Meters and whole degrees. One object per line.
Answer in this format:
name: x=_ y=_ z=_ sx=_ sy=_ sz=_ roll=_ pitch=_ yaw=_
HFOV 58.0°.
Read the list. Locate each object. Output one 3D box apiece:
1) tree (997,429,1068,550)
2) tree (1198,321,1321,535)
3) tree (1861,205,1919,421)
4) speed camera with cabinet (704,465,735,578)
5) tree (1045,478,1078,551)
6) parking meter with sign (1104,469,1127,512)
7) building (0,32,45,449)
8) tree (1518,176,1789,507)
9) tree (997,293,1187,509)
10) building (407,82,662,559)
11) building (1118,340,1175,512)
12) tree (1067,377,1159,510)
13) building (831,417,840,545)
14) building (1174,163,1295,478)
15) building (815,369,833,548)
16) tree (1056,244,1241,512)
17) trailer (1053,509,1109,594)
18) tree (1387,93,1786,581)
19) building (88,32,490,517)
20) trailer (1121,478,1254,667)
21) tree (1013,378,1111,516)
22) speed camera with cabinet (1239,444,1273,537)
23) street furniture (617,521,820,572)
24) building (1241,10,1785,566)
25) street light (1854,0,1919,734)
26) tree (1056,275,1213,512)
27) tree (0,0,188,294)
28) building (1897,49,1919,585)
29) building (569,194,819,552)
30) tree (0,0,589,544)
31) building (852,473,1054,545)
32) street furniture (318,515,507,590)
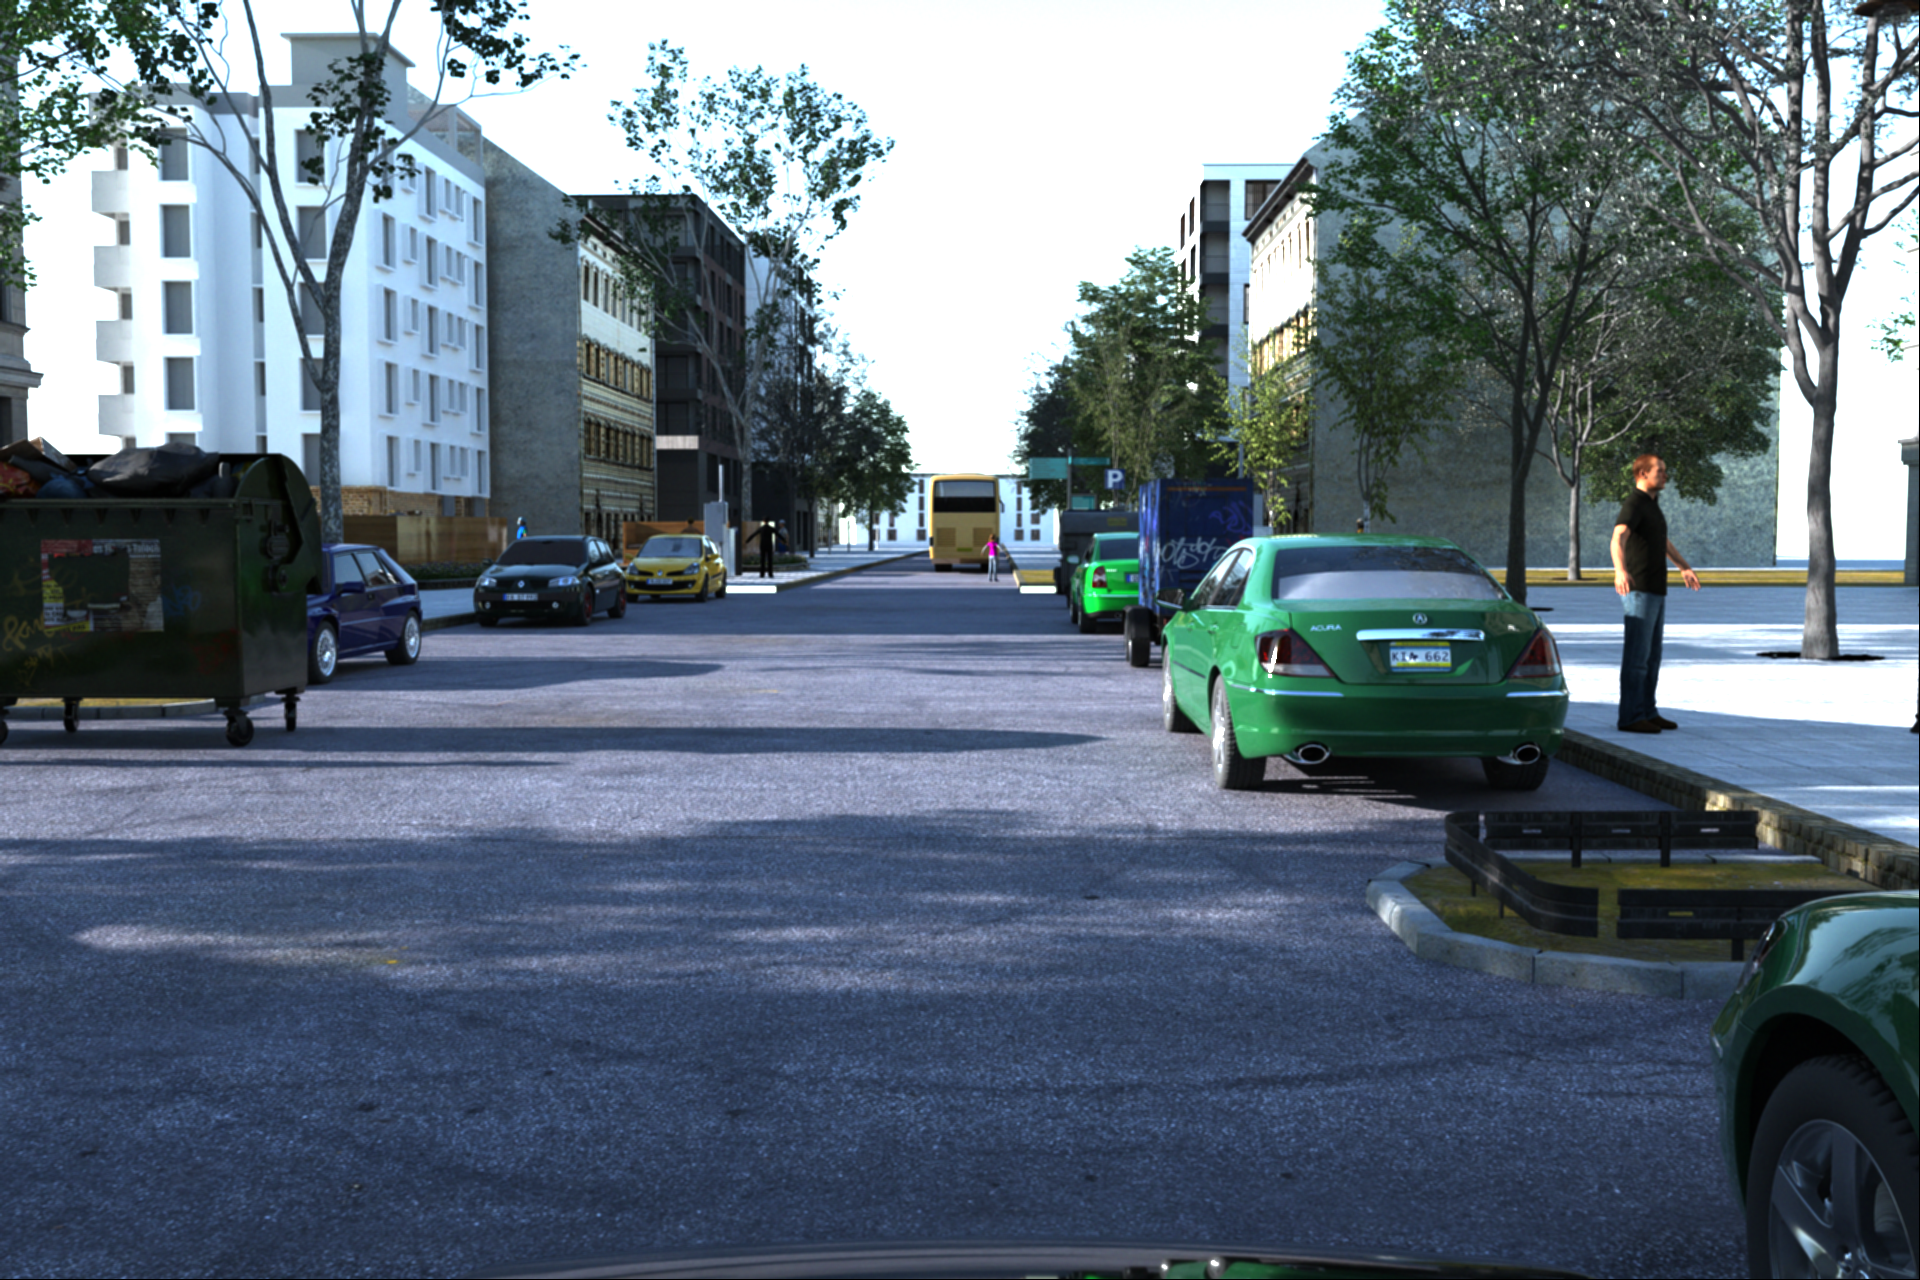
tree: x=8.262 y=-14.113 z=141.123 sx=12.009 sy=13.543 sz=11.850 roll=0 pitch=3 yaw=0
tree: x=10.475 y=-6.646 z=59.023 sx=4.737 sy=8.622 sz=4.395 roll=0 pitch=3 yaw=0
tree: x=28.300 y=-7.375 z=46.331 sx=9.928 sy=11.665 sz=9.643 roll=0 pitch=3 yaw=0
speed camera with cabinet: x=-6.982 y=-3.422 z=50.279 sx=0.660 sy=3.252 sz=2.038 roll=0 pitch=4 yaw=2
tree: x=7.636 y=-10.981 z=129.900 sx=4.737 sy=8.622 sz=4.395 roll=0 pitch=3 yaw=0
parking meter with sign: x=4.115 y=-3.015 z=45.552 sx=0.543 sy=3.016 sz=1.738 roll=0 pitch=4 yaw=2
building: x=-29.487 y=-10.744 z=25.627 sx=10.553 sy=20.879 sz=40.483 roll=0 pitch=4 yaw=2
tree: x=24.316 y=-9.426 z=60.764 sx=9.857 sy=13.997 sz=8.962 roll=0 pitch=3 yaw=0
tree: x=6.963 y=-10.819 z=87.265 sx=12.009 sy=13.543 sz=11.850 roll=0 pitch=3 yaw=0
building: x=-26.884 y=-15.852 z=90.110 sx=19.493 sy=23.208 sz=18.063 roll=0 pitch=4 yaw=1
building: x=24.624 y=-18.287 z=165.442 sx=16.747 sy=18.905 sz=31.486 roll=0 pitch=4 yaw=1
tree: x=6.615 y=-7.817 z=78.173 sx=4.737 sy=8.622 sz=4.395 roll=0 pitch=3 yaw=0
building: x=-24.666 y=-23.240 z=210.902 sx=19.493 sy=23.208 sz=18.063 roll=0 pitch=4 yaw=1
building: x=27.591 y=-16.390 z=111.953 sx=27.936 sy=21.610 sz=32.646 roll=0 pitch=4 yaw=1
building: x=-22.485 y=-20.509 z=166.249 sx=19.493 sy=23.208 sz=18.063 roll=0 pitch=4 yaw=1
tree: x=7.384 y=-9.162 z=67.920 sx=7.486 sy=12.596 sz=7.792 roll=0 pitch=3 yaw=0
trailer: x=3.007 y=-2.144 z=42.106 sx=1.471 sy=1.999 sz=3.904 roll=0 pitch=4 yaw=1
tree: x=17.003 y=-8.410 z=47.866 sx=12.009 sy=13.543 sz=11.850 roll=0 pitch=3 yaw=0
building: x=-26.995 y=-12.872 z=66.879 sx=16.016 sy=20.090 sz=11.380 roll=0 pitch=4 yaw=2
trailer: x=2.565 y=-0.771 z=19.655 sx=1.471 sy=1.999 sz=3.904 roll=0 pitch=4 yaw=1
tree: x=7.392 y=-12.424 z=121.260 sx=7.486 sy=12.596 sz=7.792 roll=0 pitch=3 yaw=0
speed camera with cabinet: x=6.336 y=-2.634 z=37.401 sx=0.660 sy=3.252 sz=2.038 roll=0 pitch=4 yaw=2
street furniture: x=-7.949 y=-3.355 z=61.709 sx=9.812 sy=1.723 sz=11.010 roll=0 pitch=4 yaw=8
building: x=23.590 y=-15.096 z=77.752 sx=19.493 sy=23.208 sz=18.063 roll=0 pitch=4 yaw=2
street light: x=6.240 y=-2.338 z=11.007 sx=0.468 sy=5.910 sz=1.993 roll=0 pitch=4 yaw=1
tree: x=4.402 y=-6.091 z=49.958 sx=4.360 sy=8.622 sz=3.978 roll=0 pitch=3 yaw=0
tree: x=-12.821 y=-5.750 z=19.761 sx=9.928 sy=11.665 sz=9.643 roll=0 pitch=3 yaw=0
building: x=25.844 y=-11.320 z=31.755 sx=8.464 sy=21.280 sz=15.925 roll=0 pitch=4 yaw=1
building: x=-25.734 y=-16.940 z=120.949 sx=27.936 sy=21.610 sz=32.646 roll=0 pitch=4 yaw=2
tree: x=-12.811 y=-10.869 z=33.606 sx=12.611 sy=20.169 sz=13.585 roll=0 pitch=3 yaw=0
building: x=-0.838 y=-17.904 z=237.334 sx=28.070 sy=9.664 sz=9.099 roll=0 pitch=4 yaw=-8
street furniture: x=-14.306 y=-2.172 z=42.366 sx=11.010 sy=1.723 sz=9.812 roll=1 pitch=4 yaw=15
